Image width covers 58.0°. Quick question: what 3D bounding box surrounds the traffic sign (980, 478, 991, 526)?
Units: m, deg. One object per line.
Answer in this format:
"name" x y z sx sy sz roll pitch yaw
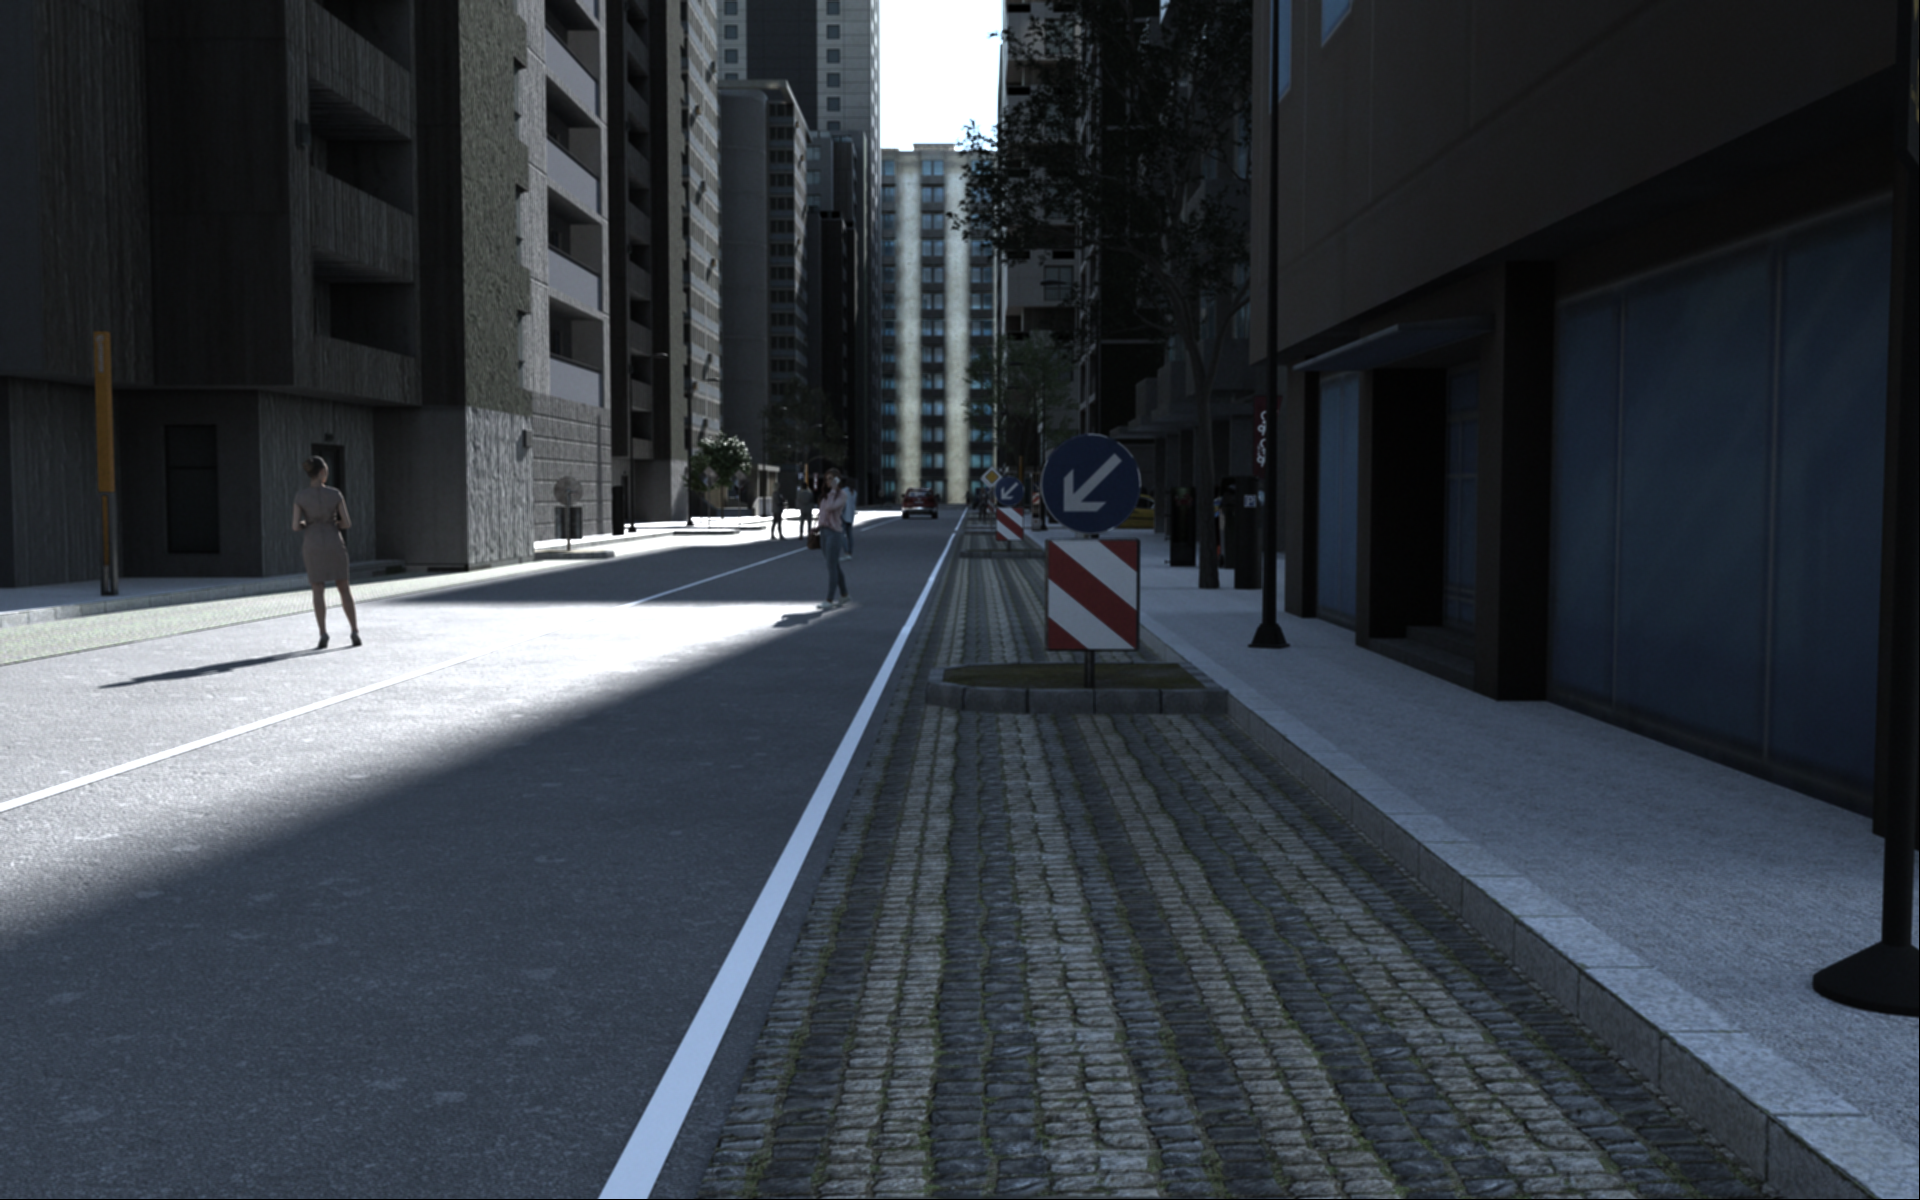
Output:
"traffic sign" 1.195 -4.021 69.383 0.795 2.450 0.064 0 4 0

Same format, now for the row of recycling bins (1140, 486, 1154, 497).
"row of recycling bins" 8.057 -4.578 81.963 3.534 1.692 1.069 0 4 -4

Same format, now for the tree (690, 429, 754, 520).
"tree" -11.982 -6.327 87.166 4.285 4.588 4.351 0 3 0

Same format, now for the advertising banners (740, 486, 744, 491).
"advertising banners" -16.161 -8.383 133.250 2.074 3.025 0.090 -2 4 -32

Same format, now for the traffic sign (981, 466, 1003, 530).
"traffic sign" 1.131 -3.532 61.398 0.795 2.450 0.064 0 4 0

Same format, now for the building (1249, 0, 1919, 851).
"building" 10.042 -22.060 10.797 14.600 45.320 14.200 0 4 0

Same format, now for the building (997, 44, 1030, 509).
"building" 14.620 -34.032 180.132 21.300 48.544 21.600 0 4 0

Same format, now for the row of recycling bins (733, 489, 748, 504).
"row of recycling bins" -16.571 -7.627 131.813 3.534 1.692 1.069 0 4 7

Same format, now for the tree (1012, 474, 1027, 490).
"tree" 4.927 -9.347 147.425 1.663 3.219 1.824 0 3 0

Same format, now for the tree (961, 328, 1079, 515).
"tree" 3.831 -11.179 108.527 9.928 11.665 9.643 0 3 0

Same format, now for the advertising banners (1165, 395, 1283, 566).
"advertising banners" 4.675 -2.109 30.671 2.074 3.025 0.090 0 4 -3

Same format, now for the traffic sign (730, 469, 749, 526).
"traffic sign" -8.848 -4.027 69.484 0.795 2.450 0.064 0 4 0

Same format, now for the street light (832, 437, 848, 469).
"street light" -9.731 -10.241 139.987 1.470 5.913 1.316 0 4 0

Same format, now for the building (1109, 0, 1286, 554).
"building" 16.537 -26.015 44.954 23.786 49.044 30.456 0 4 0

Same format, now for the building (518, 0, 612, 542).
"building" -25.301 -31.067 49.950 28.212 58.520 21.231 0 4 0

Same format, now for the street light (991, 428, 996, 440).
"street light" 3.082 -9.092 121.192 1.470 5.913 1.316 0 4 0

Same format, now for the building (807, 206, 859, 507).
"building" -17.809 -24.699 175.531 14.160 30.474 14.107 0 4 0

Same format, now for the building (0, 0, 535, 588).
"building" -16.022 -15.718 28.693 14.160 30.474 14.107 0 4 0

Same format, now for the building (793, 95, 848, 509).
"building" -26.643 -28.404 156.289 32.217 40.220 23.993 0 4 0

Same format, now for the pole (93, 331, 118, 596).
"pole" -10.763 -1.711 21.823 0.158 3.312 0.155 0 3 0

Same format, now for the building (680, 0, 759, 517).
"building" -27.631 -25.193 103.789 32.217 40.220 23.993 0 4 0

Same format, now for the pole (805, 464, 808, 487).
"pole" -10.413 -7.568 117.582 0.158 3.312 0.155 0 3 0

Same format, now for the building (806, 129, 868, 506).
"building" -17.583 -30.928 189.272 14.154 41.232 14.086 0 4 0

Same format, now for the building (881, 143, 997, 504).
"building" -3.587 -37.873 238.830 30.456 49.044 23.786 0 4 0

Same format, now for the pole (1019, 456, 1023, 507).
"pole" 3.256 -6.021 92.288 0.158 3.312 0.155 0 3 0

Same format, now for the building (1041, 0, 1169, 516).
"building" 15.093 -39.997 92.200 20.563 71.187 20.611 0 4 0

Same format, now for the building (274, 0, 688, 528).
"building" -20.357 -18.674 77.027 14.160 30.474 14.107 0 4 0

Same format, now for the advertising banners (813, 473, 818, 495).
"advertising banners" -12.457 -8.951 142.540 2.074 3.025 0.090 2 4 34

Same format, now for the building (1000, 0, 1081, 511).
"building" 16.631 -32.822 125.886 28.713 52.752 27.495 0 4 0

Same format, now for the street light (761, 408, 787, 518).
"street light" -10.032 -7.393 93.411 1.470 5.913 1.316 0 4 0

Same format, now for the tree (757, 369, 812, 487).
"tree" -11.699 -11.972 130.148 7.601 10.594 8.767 0 4 6

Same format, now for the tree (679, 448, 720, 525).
"tree" -10.984 -4.772 72.631 1.663 3.219 1.824 0 3 0

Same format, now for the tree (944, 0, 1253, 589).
"tree" 3.522 -5.456 23.616 8.767 10.594 7.601 1 4 18

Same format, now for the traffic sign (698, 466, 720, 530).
"traffic sign" -8.912 -3.539 61.499 0.795 2.450 0.064 0 4 0

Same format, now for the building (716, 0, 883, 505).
"building" -20.220 -47.136 208.920 20.611 71.187 20.563 0 4 0

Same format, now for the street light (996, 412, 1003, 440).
"street light" 2.935 -7.667 97.904 1.470 5.913 1.316 0 4 0

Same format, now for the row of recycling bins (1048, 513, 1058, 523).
"row of recycling bins" 5.651 -4.217 76.069 3.534 1.692 1.069 0 4 -1

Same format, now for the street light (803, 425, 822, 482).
"street light" -9.997 -8.817 116.700 1.470 5.913 1.316 0 4 0

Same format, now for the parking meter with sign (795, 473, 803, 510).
"parking meter with sign" -13.054 -8.855 141.046 0.543 3.016 1.738 0 4 5
